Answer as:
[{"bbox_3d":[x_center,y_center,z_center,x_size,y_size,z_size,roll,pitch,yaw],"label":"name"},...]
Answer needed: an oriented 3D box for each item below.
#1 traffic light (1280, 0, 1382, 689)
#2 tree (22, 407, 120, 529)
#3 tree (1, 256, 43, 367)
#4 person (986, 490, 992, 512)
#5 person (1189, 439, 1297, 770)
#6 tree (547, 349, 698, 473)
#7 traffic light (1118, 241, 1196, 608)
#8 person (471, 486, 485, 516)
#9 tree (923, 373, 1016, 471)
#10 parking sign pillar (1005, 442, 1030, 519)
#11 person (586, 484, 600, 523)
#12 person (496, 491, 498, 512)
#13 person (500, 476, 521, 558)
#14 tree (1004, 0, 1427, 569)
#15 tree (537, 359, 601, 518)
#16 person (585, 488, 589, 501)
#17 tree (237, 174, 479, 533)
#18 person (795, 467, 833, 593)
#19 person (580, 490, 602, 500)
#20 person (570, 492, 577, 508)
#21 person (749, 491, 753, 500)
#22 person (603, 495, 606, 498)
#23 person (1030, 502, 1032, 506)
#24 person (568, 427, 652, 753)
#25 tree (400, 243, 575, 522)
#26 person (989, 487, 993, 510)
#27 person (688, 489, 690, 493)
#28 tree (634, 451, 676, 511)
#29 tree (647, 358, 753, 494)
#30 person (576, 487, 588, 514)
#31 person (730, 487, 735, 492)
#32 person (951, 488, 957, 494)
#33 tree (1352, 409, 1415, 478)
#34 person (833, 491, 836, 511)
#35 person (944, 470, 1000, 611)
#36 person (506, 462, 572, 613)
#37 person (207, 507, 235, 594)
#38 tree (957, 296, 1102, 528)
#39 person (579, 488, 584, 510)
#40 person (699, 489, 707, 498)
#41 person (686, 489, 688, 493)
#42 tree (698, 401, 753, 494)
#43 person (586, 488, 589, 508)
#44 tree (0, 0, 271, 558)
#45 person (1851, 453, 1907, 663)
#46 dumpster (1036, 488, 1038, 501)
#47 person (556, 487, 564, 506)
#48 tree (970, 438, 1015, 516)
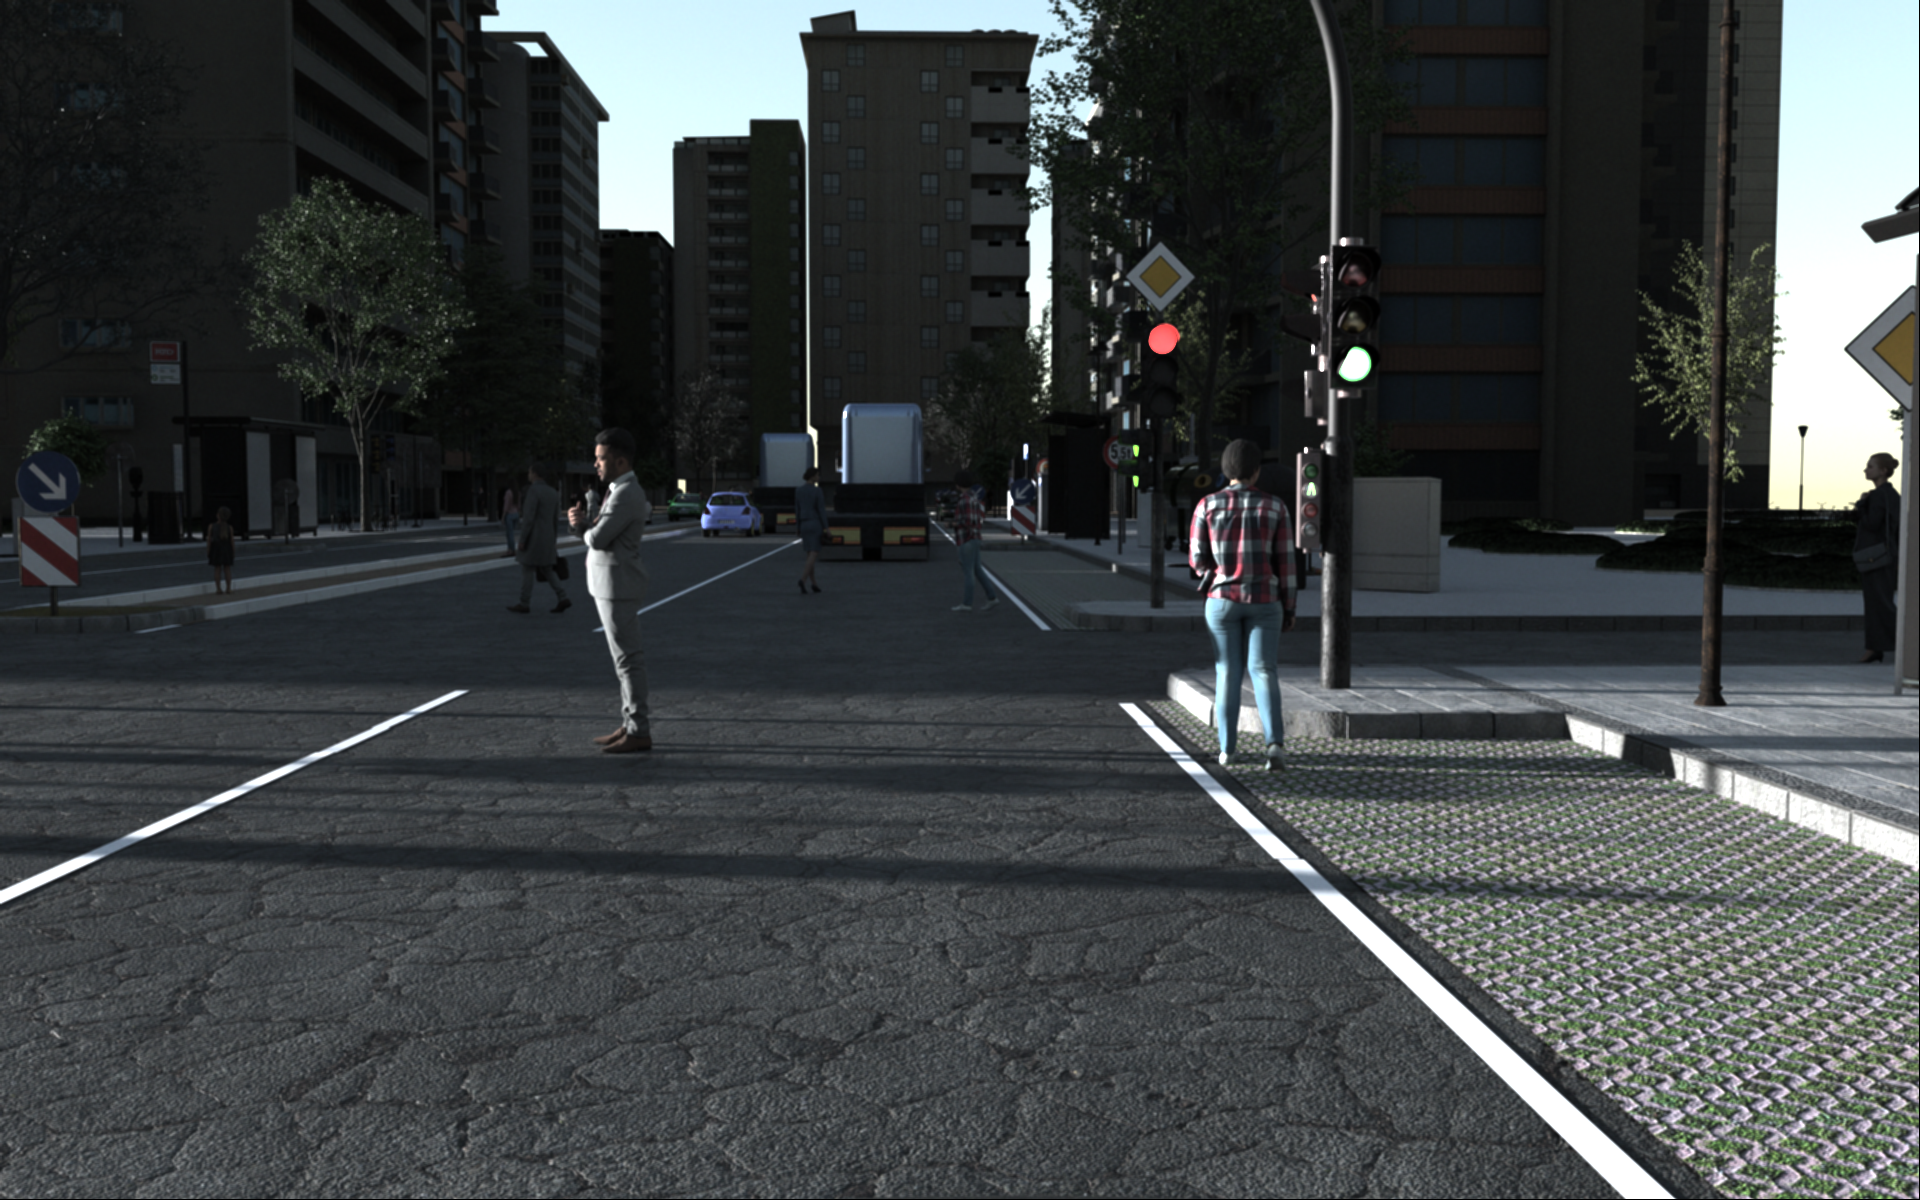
[{"bbox_3d":[0.376,-2.234,11.192,4.771,5.953,1.251,0,4,-2],"label":"traffic light"},{"bbox_3d":[-33.199,-4.949,64.623,4.285,4.588,4.351,0,3,0],"label":"tree"},{"bbox_3d":[-25.169,-5.678,43.197,4.737,8.622,4.395,0,3,0],"label":"tree"},{"bbox_3d":[1.959,-7.314,126.450,0.721,1.723,1.217,-2,4,-35],"label":"person"},{"bbox_3d":[1.484,0.015,9.085,0.563,1.720,0.643,0,4,8],"label":"person"},{"bbox_3d":[-22.183,-10.797,110.950,8.767,10.594,7.601,-1,4,-21],"label":"tree"},{"bbox_3d":[2.203,-1.863,19.382,0.839,4.253,0.868,0,4,-2],"label":"traffic light"},{"bbox_3d":[-27.972,-5.732,100.557,0.742,1.727,0.445,-1,4,-20],"label":"person"},{"bbox_3d":[0.532,-15.743,167.763,12.009,13.543,11.850,0,3,0],"label":"tree"},{"bbox_3d":[3.050,-6.206,89.936,1.447,3.967,1.447,3,5,41],"label":"parking sign pillar"},{"bbox_3d":[-13.319,-3.316,62.897,0.511,1.800,0.466,0,4,6],"label":"person"},{"bbox_3d":[-33.553,-7.264,124.816,1.348,1.824,0.705,-1,4,-22],"label":"person"},{"bbox_3d":[-9.946,-1.829,38.416,0.388,1.821,0.555,1,4,16],"label":"person"},{"bbox_3d":[4.353,-6.369,29.891,9.928,11.665,9.643,0,3,0],"label":"tree"},{"bbox_3d":[-21.667,-8.785,94.000,4.737,8.622,4.395,0,3,0],"label":"tree"},{"bbox_3d":[-22.443,-6.015,105.334,0.756,1.711,0.436,-1,4,-22],"label":"person"},{"bbox_3d":[-20.119,-8.079,57.850,9.928,11.665,9.643,0,3,0],"label":"tree"},{"bbox_3d":[-2.190,-1.013,25.084,0.581,1.822,0.654,3,5,41],"label":"person"},{"bbox_3d":[-21.985,-5.946,103.346,1.350,1.814,0.705,1,4,10],"label":"person"},{"bbox_3d":[-29.718,-7.575,133.086,0.799,1.438,0.628,3,4,38],"label":"person"},{"bbox_3d":[-20.981,-10.089,173.969,1.217,1.766,0.721,0,4,2],"label":"person"},{"bbox_3d":[-34.337,-10.050,169.992,1.348,1.869,0.705,-3,4,-36],"label":"person"},{"bbox_3d":[6.083,-8.693,149.637,0.593,1.643,0.415,1,4,15],"label":"person"},{"bbox_3d":[-1.973,-0.064,9.733,0.466,1.800,0.511,-2,4,-26],"label":"person"},{"bbox_3d":[-21.562,-9.852,79.205,7.486,12.596,7.792,0,3,0],"label":"tree"},{"bbox_3d":[2.421,-8.121,138.446,0.705,1.869,1.348,1,4,20],"label":"person"},{"bbox_3d":[-24.838,-9.312,159.015,1.217,1.743,0.721,2,4,30],"label":"person"},{"bbox_3d":[-23.555,-9.141,133.173,4.285,4.588,4.351,0,3,0],"label":"tree"},{"bbox_3d":[-23.668,-15.059,156.583,12.009,13.543,11.850,0,3,0],"label":"tree"},{"bbox_3d":[-24.246,-6.422,111.598,0.990,1.755,0.434,0,4,2],"label":"person"},{"bbox_3d":[-11.944,-5.076,91.675,0.526,1.800,0.537,2,4,26],"label":"person"},{"bbox_3d":[-0.519,-6.484,114.389,0.599,1.838,0.709,3,5,41],"label":"person"},{"bbox_3d":[9.304,-2.764,39.786,1.663,3.219,1.824,0,3,0],"label":"tree"},{"bbox_3d":[-10.586,-8.374,146.217,0.445,1.727,0.742,-1,4,-22],"label":"person"},{"bbox_3d":[0.141,-0.726,21.202,0.643,1.720,0.563,1,4,13],"label":"person"},{"bbox_3d":[-5.090,-0.751,20.885,0.767,1.812,0.694,1,4,18],"label":"person"},{"bbox_3d":[-10.513,-0.701,24.636,0.362,1.253,0.373,-1,4,-19],"label":"person"},{"bbox_3d":[3.151,-6.991,64.671,4.737,8.622,4.395,0,3,0],"label":"tree"},{"bbox_3d":[-29.759,-7.909,136.040,0.721,1.739,1.217,-2,4,-34],"label":"person"},{"bbox_3d":[-24.471,-9.644,164.409,0.721,1.739,1.217,2,4,33],"label":"person"},{"bbox_3d":[-19.995,-7.252,127.048,0.705,1.826,1.348,-3,4,-36],"label":"person"},{"bbox_3d":[-23.638,-14.300,168.222,7.601,10.594,8.767,-1,4,-17],"label":"tree"},{"bbox_3d":[-28.273,-7.624,131.242,0.434,1.755,0.990,-1,4,-11],"label":"person"},{"bbox_3d":[-19.685,-7.598,34.603,12.009,13.543,11.850,0,3,0],"label":"tree"},{"bbox_3d":[7.662,-0.330,14.323,0.534,1.772,0.576,1,4,22],"label":"person"},{"bbox_3d":[4.186,-4.502,79.368,1.264,1.857,1.865,0,4,-2],"label":"dumpster"},{"bbox_3d":[-27.339,-6.778,117.568,0.721,1.736,1.217,3,4,37],"label":"person"},{"bbox_3d":[2.270,-7.241,102.109,4.285,4.588,4.351,0,3,0],"label":"tree"}]
